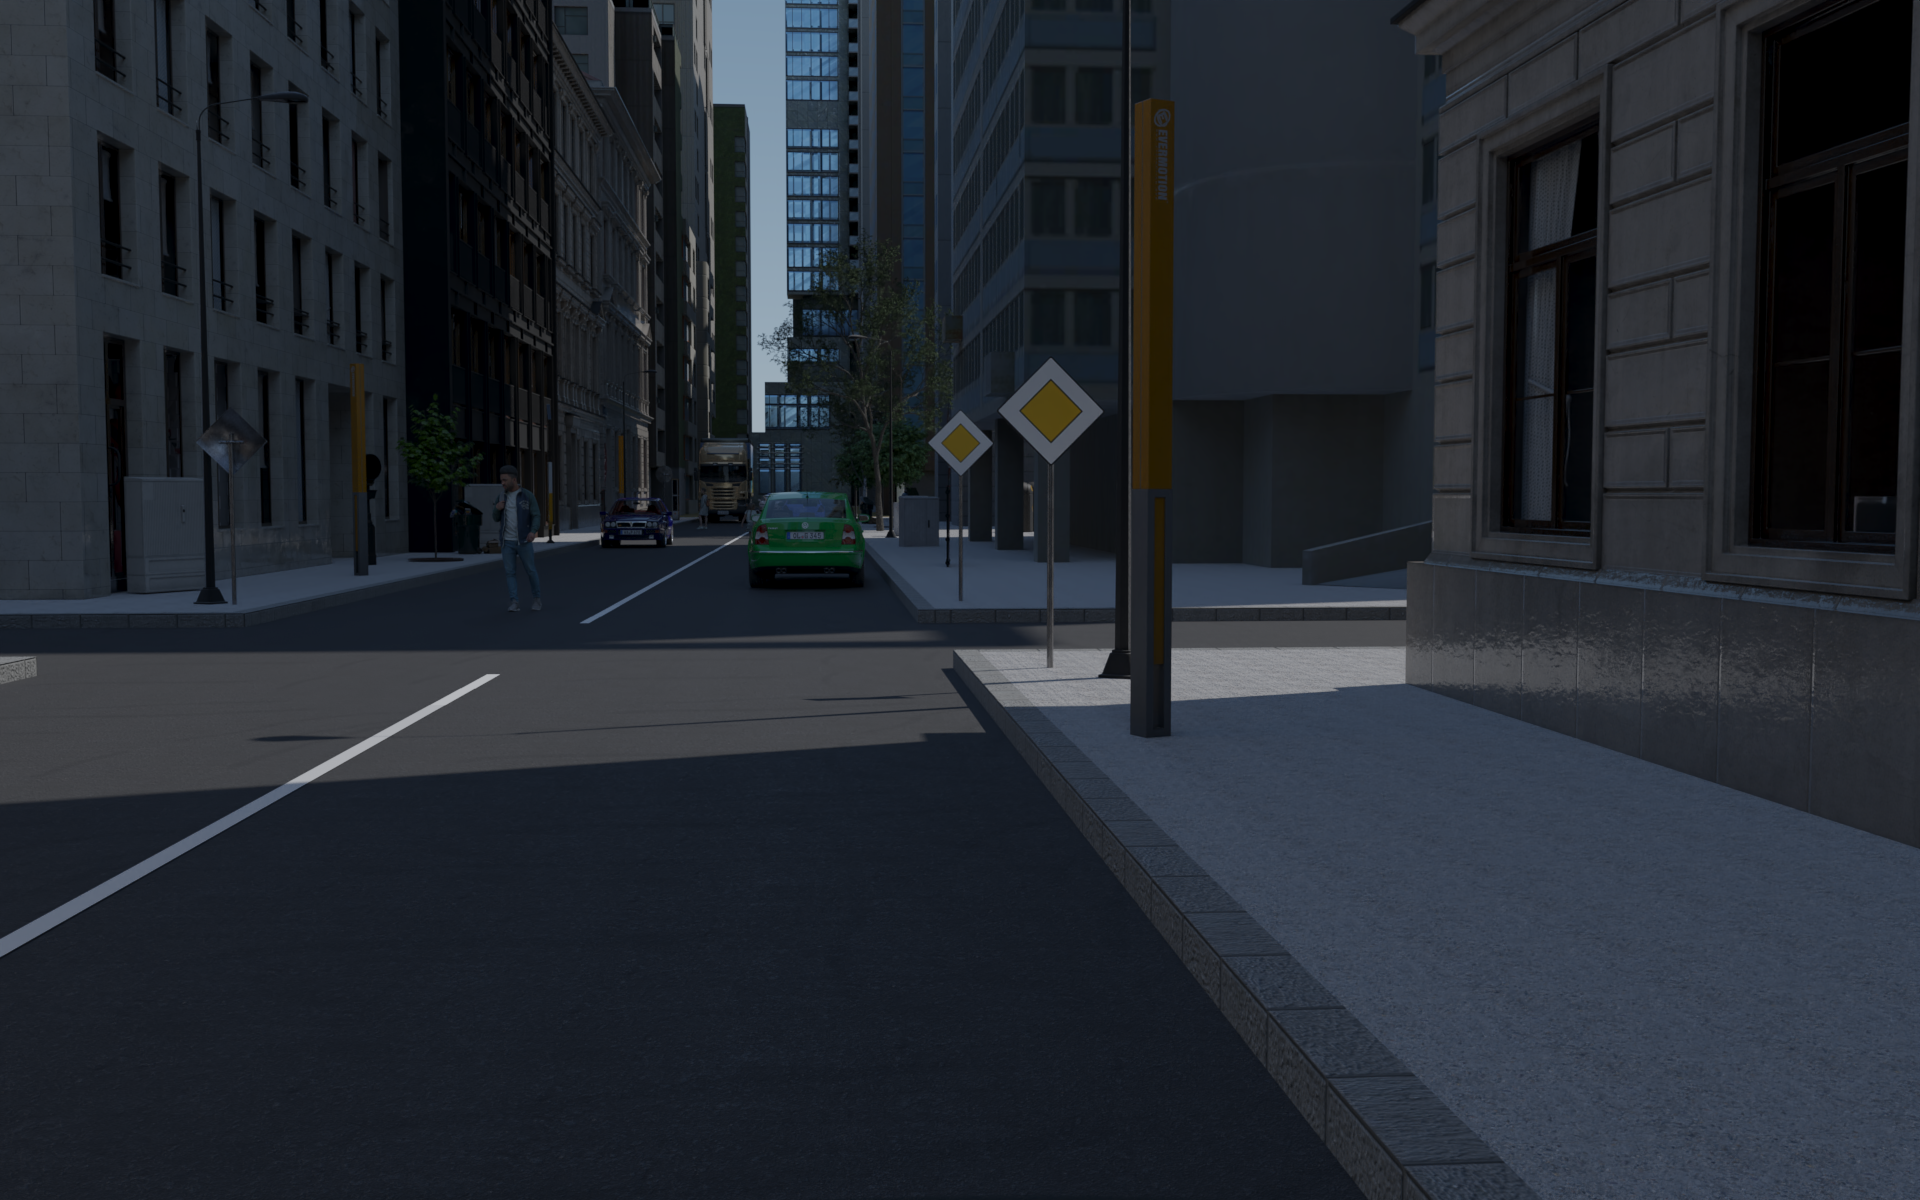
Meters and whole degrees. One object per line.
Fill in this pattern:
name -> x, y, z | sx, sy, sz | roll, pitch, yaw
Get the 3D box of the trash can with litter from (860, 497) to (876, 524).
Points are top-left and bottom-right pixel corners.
trash can with litter -> -3.813, -3.834, 74.073 | 0.624, 1.170, 1.055 | -3, 5, -39

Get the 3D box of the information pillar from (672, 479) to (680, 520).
information pillar -> -13.857, -4.890, 84.447 | 0.304, 2.012, 0.304 | 0, 4, 5

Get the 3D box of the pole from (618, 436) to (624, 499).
pole -> -11.868, -4.086, 60.653 | 0.158, 3.312, 0.155 | 0, 3, 0

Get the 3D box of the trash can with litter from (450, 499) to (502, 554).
trash can with litter -> -10.332, -1.574, 37.128 | 1.055, 1.170, 0.624 | -3, 5, -40

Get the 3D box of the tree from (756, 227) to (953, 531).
tree -> -2.783, -7.683, 60.034 | 8.767, 10.594, 7.601 | 0, 4, -7

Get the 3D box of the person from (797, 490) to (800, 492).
person -> -10.754, -6.527, 116.016 | 0.445, 1.727, 0.742 | 3, 5, 41

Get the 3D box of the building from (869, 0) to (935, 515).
building -> 1.365, -28.133, 110.086 | 14.600, 45.320, 14.200 | 0, 4, -5

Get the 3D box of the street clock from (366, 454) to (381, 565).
street clock -> -10.671, -1.629, 31.210 | 0.358, 2.002, 0.471 | 2, 4, 30

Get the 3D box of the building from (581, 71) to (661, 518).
building -> -20.897, -15.044, 82.132 | 11.583, 22.565, 21.152 | 0, 4, -5

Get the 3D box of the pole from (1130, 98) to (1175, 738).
pole -> 1.012, -0.933, 9.105 | 0.158, 3.312, 0.155 | 0, 3, 0

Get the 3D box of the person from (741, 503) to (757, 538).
person -> -5.429, -1.905, 44.654 | 0.505, 1.210, 0.382 | 1, 4, 17

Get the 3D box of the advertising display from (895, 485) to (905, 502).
advertising display -> -3.247, -5.399, 93.491 | 0.123, 1.923, 0.974 | 2, 4, 24

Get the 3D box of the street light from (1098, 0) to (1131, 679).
street light -> 0.602, -2.409, 11.935 | 1.470, 5.913, 1.316 | 0, 4, -5

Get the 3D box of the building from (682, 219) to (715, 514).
building -> -32.126, -16.951, 122.190 | 27.650, 21.520, 28.899 | 0, 4, -5

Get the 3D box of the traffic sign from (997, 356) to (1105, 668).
traffic sign -> 0.662, -0.556, 12.738 | 0.795, 2.450, 0.064 | 0, 4, -5

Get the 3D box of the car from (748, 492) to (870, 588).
car -> -2.429, -1.172, 27.956 | 1.959, 1.807, 4.718 | 0, 4, -3

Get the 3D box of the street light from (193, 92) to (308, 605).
street light -> -8.224, -2.910, 20.116 | 1.470, 5.913, 1.316 | 0, 4, -5

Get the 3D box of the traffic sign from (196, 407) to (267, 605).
traffic sign -> -8.412, -1.002, 20.025 | 0.795, 2.450, 0.064 | 0, 4, -5

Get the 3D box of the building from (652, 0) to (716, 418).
building -> -35.588, -34.487, 153.098 | 27.495, 52.752, 28.713 | 0, 4, -5

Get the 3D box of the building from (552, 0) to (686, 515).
building -> -23.770, -20.145, 101.068 | 14.160, 30.474, 14.107 | 0, 4, -5

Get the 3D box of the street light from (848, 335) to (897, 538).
street light -> -2.572, -4.784, 50.765 | 1.470, 5.913, 1.316 | 0, 4, -5

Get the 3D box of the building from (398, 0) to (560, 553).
building -> -17.867, -13.140, 44.522 | 12.332, 23.373, 15.834 | 0, 4, -5

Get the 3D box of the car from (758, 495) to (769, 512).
car -> -15.280, -7.813, 140.109 | 2.083, 1.381, 4.827 | 0, 4, -5

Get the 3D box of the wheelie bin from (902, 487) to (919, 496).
wheelie bin -> -2.376, -4.581, 82.807 | 0.980, 1.594, 0.693 | -3, 5, -39

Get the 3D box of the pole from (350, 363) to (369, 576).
pole -> -9.425, -2.038, 27.164 | 0.158, 3.312, 0.155 | 0, 3, 0

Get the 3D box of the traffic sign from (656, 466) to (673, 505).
traffic sign -> -13.266, -4.747, 77.715 | 0.768, 2.556, 0.104 | 0, 4, -1

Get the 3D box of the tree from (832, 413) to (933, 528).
tree -> -2.558, -5.081, 66.782 | 4.285, 4.588, 4.351 | 0, 3, 0

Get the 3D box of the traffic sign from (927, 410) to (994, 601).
traffic sign -> 0.006, -1.043, 20.696 | 0.795, 2.450, 0.064 | 0, 4, -5

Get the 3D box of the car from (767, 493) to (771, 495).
car -> -15.846, -8.427, 147.374 | 1.945, 1.707, 3.694 | 0, 4, -4

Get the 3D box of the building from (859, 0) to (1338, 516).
building -> 8.672, -26.794, 129.967 | 32.217, 40.220, 23.993 | 0, 4, -5

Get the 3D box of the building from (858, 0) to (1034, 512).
building -> 1.322, -37.569, 156.256 | 21.231, 58.520, 28.212 | 0, 4, -5

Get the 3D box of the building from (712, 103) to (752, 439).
building -> -29.373, -30.639, 184.548 | 14.086, 41.232, 14.154 | 0, 4, -5

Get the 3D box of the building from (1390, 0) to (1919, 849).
building -> 8.452, -8.433, 2.512 | 10.561, 19.102, 19.286 | 0, 4, -5

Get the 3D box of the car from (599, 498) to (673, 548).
car -> -8.832, -2.134, 47.467 | 1.945, 1.354, 3.894 | 0, 4, -5

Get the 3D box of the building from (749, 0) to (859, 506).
building -> -7.301, -53.647, 189.800 | 31.000, 86.520, 22.319 | 0, 4, -5

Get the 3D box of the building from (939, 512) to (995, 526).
building -> 9.273, -33.011, 81.735 | 21.231, 58.520, 28.212 | 0, 4, -5

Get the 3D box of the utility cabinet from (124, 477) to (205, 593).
utility cabinet -> -10.334, -0.854, 22.649 | 0.318, 1.500, 1.173 | 1, 4, 18

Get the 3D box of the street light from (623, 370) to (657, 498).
street light -> -12.024, -5.648, 64.878 | 1.470, 5.913, 1.316 | 0, 4, -5

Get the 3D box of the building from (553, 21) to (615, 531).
building -> -18.764, -12.082, 62.165 | 10.561, 19.102, 19.286 | 0, 4, -5

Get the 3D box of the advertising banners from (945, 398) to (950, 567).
advertising banners -> -0.212, -2.144, 31.240 | 0.090, 3.025, 2.074 | 0, 4, 0

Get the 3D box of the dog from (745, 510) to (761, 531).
dog -> -8.160, -3.088, 67.320 | 0.800, 0.831, 0.513 | 1, 4, 9

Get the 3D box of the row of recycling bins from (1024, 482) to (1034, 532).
row of recycling bins -> 2.828, -3.195, 59.350 | 1.069, 1.692, 3.534 | 3, 4, 38

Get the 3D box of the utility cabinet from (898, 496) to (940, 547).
utility cabinet -> -0.997, -1.911, 42.404 | 1.020, 1.237, 0.306 | -2, 4, -35

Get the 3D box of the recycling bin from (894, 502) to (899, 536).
recycling bin -> -1.627, -2.467, 52.887 | 0.722, 1.027, 0.722 | 0, 4, 6

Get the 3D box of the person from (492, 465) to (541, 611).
person -> -5.435, -0.757, 21.224 | 0.623, 1.781, 0.721 | 0, 4, -3

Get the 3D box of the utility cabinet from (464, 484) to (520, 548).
utility cabinet -> -10.343, -1.814, 38.331 | 1.173, 1.500, 0.318 | 0, 4, 7

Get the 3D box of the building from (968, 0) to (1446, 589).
building -> 12.142, -21.159, 37.836 | 23.993, 40.220, 32.217 | 0, 4, -5

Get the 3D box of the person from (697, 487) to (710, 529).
person -> -10.503, -3.763, 71.033 | 0.522, 1.701, 0.512 | 0, 4, 4

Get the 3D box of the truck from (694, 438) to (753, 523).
truck -> -11.984, -6.122, 89.011 | 2.839, 4.237, 11.283 | 0, 4, -6

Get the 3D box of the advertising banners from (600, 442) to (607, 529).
advertising banners -> -12.264, -3.877, 59.575 | 0.090, 3.025, 2.074 | -1, 4, -16

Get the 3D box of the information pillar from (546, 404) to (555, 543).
information pillar -> -10.670, -3.284, 45.040 | 0.183, 3.616, 0.504 | -1, 4, -17

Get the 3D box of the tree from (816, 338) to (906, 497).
tree -> -4.490, -7.928, 79.987 | 4.360, 8.622, 3.978 | 0, 3, 0

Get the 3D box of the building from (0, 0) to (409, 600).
building -> -16.499, -10.618, 28.356 | 10.420, 20.320, 16.860 | 0, 4, -5

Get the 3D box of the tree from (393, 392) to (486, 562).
tree -> -9.899, -2.354, 33.084 | 1.663, 3.219, 1.824 | 0, 3, 0
